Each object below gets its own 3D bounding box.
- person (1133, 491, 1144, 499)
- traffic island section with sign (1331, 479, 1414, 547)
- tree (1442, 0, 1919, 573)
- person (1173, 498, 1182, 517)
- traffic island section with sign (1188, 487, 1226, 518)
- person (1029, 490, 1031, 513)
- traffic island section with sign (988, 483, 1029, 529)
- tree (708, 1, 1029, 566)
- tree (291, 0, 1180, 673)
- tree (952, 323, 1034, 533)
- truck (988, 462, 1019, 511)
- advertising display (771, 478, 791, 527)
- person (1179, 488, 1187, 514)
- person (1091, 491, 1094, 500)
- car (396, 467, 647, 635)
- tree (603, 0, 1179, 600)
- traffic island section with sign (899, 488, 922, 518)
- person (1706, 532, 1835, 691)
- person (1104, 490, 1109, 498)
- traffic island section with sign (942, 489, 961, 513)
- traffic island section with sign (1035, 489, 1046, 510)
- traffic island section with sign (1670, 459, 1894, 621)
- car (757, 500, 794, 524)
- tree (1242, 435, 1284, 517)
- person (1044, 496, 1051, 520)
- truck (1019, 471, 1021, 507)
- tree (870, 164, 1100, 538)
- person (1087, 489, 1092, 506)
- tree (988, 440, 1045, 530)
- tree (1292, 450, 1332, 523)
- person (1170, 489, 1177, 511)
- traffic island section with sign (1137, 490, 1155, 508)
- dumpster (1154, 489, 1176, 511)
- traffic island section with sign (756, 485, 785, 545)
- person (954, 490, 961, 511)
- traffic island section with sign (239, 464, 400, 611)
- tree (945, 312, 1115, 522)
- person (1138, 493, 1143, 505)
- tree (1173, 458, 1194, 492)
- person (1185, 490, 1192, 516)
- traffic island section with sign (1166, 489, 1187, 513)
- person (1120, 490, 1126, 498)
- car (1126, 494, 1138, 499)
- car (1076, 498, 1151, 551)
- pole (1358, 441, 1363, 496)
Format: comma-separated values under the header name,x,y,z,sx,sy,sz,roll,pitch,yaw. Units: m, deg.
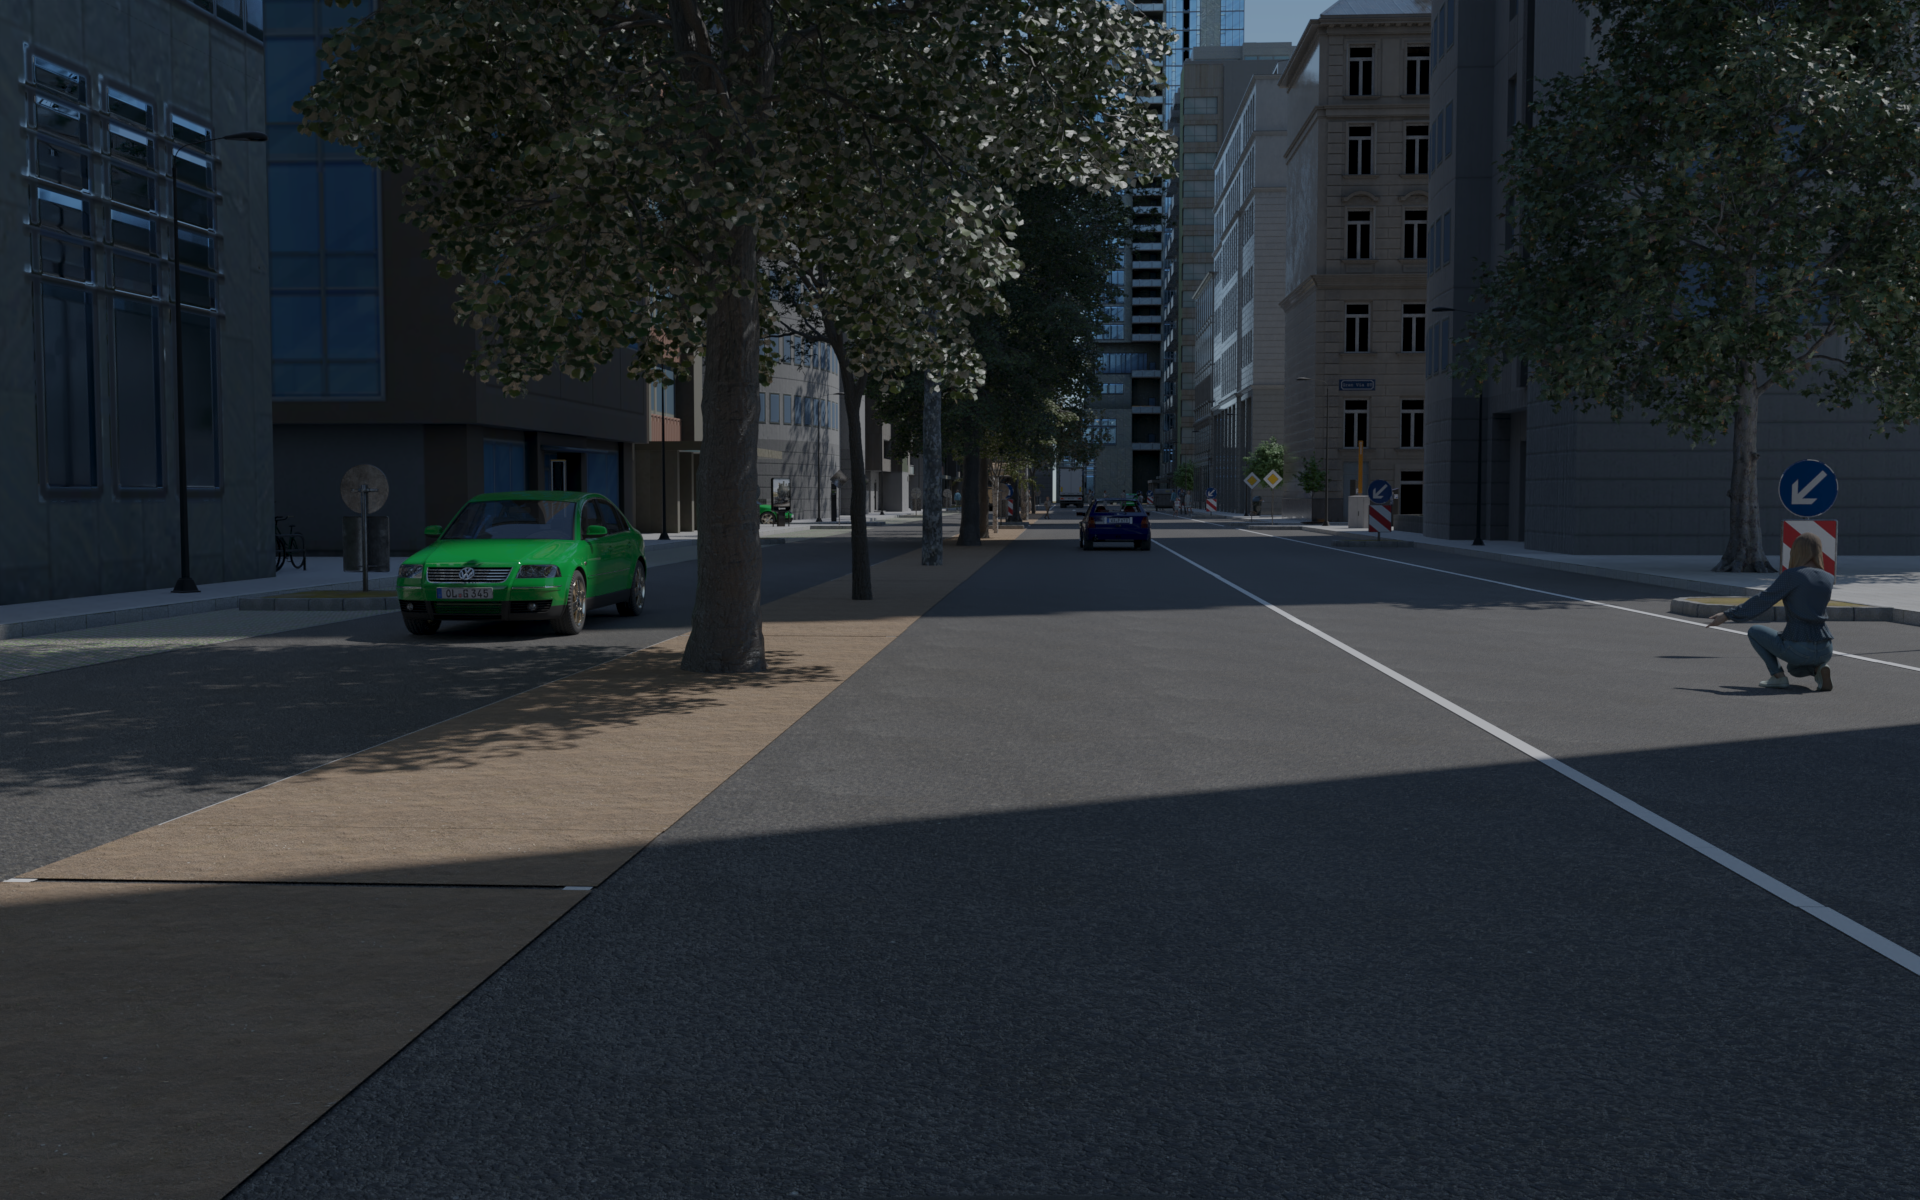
name,x,y,z,sx,sy,sz,roll,pitch,yaw
person,16.628,-9.289,161.191,1.217,1.723,0.721,-1,4,-14
traffic island section with sign,11.281,-2.381,47.559,1.989,1.847,2.006,0,4,4
tree,12.827,-6.803,28.242,9.611,12.733,9.660,0,3,0
person,13.309,-5.663,106.097,0.505,1.210,0.382,0,4,-5
traffic island section with sign,14.756,-5.764,102.862,1.989,1.847,2.006,0,4,4
person,5.249,-7.536,132.265,0.362,1.759,0.519,3,5,44
traffic island section with sign,2.128,-4.314,78.666,2.006,1.907,1.989,0,4,4
tree,-1.715,-10.800,34.931,12.611,20.169,13.585,0,3,0
tree,-1.914,-6.400,13.759,9.857,13.997,8.962,0,3,0
tree,1.307,-6.742,63.052,4.360,8.622,3.978,0,3,0
truck,3.478,-9.628,146.338,2.839,4.237,11.283,0,4,5
advertising display,-7.046,-3.848,68.129,0.123,1.923,0.974,3,5,40
person,15.777,-6.971,122.275,0.655,1.846,0.447,-1,4,-9
person,15.750,-12.105,206.396,0.705,1.826,1.348,0,4,-5
car,-4.693,-0.626,19.031,1.959,1.807,4.718,0,4,2
tree,-1.276,-5.292,23.395,8.767,10.594,7.601,0,4,4
traffic island section with sign,-2.606,-5.859,104.422,1.989,1.847,2.006,0,4,4
person,6.069,0.072,12.824,1.012,1.151,0.738,0,4,-4
person,12.487,-8.493,147.927,0.524,1.755,0.480,0,4,4
traffic island section with sign,-0.910,-7.504,131.324,1.989,1.847,2.006,0,4,4
traffic island section with sign,6.830,-8.900,153.657,2.006,1.907,1.989,0,4,4
traffic island section with sign,9.584,-0.725,20.478,1.989,1.847,2.006,0,4,4
car,-9.614,-4.073,75.382,4.718,1.807,1.959,0,4,3
tree,17.361,-6.859,95.866,4.285,4.588,4.351,0,3,0
person,4.956,-5.190,97.626,0.475,1.303,0.640,-3,5,-41
truck,5.833,-12.535,193.862,2.839,4.237,11.283,0,4,5
tree,0.666,-8.306,56.388,7.486,12.596,7.792,0,3,0
person,9.739,-7.447,130.433,0.466,1.800,0.511,-1,4,-19
tree,1.386,-7.026,67.696,4.737,8.622,4.395,0,3,0
tree,15.638,-5.019,76.665,1.663,3.219,1.824,0,3,0
person,17.077,-7.919,137.996,0.620,1.820,0.660,3,5,42
traffic island section with sign,19.594,-10.473,179.867,1.989,1.847,2.006,0,4,4
dumpster,17.014,-8.279,143.574,1.865,1.857,1.264,0,4,3
traffic island section with sign,-6.057,-2.499,49.486,1.989,1.847,2.006,0,4,4
person,-0.190,-8.292,144.413,0.601,1.785,0.444,-1,4,-14
traffic island section with sign,-7.769,-0.820,22.039,1.989,1.847,2.006,0,4,4
tree,2.589,-9.947,82.102,9.611,12.733,9.660,0,3,0
person,15.642,-8.522,150.433,0.503,1.515,0.523,-1,4,-15
tree,20.831,-10.598,156.991,4.285,4.588,4.351,0,3,0
person,14.846,-6.295,112.432,0.512,1.701,0.522,0,4,6
traffic island section with sign,16.450,-7.409,129.764,1.989,1.847,2.006,0,4,4
person,13.216,-8.029,140.049,0.678,1.792,0.850,3,5,42
car,16.142,-9.518,164.414,1.959,1.807,4.718,0,4,3
car,4.025,-1.998,45.254,1.945,1.354,3.894,0,4,2
pole,15.348,-4.439,66.413,0.158,3.312,0.155,0,3,0
